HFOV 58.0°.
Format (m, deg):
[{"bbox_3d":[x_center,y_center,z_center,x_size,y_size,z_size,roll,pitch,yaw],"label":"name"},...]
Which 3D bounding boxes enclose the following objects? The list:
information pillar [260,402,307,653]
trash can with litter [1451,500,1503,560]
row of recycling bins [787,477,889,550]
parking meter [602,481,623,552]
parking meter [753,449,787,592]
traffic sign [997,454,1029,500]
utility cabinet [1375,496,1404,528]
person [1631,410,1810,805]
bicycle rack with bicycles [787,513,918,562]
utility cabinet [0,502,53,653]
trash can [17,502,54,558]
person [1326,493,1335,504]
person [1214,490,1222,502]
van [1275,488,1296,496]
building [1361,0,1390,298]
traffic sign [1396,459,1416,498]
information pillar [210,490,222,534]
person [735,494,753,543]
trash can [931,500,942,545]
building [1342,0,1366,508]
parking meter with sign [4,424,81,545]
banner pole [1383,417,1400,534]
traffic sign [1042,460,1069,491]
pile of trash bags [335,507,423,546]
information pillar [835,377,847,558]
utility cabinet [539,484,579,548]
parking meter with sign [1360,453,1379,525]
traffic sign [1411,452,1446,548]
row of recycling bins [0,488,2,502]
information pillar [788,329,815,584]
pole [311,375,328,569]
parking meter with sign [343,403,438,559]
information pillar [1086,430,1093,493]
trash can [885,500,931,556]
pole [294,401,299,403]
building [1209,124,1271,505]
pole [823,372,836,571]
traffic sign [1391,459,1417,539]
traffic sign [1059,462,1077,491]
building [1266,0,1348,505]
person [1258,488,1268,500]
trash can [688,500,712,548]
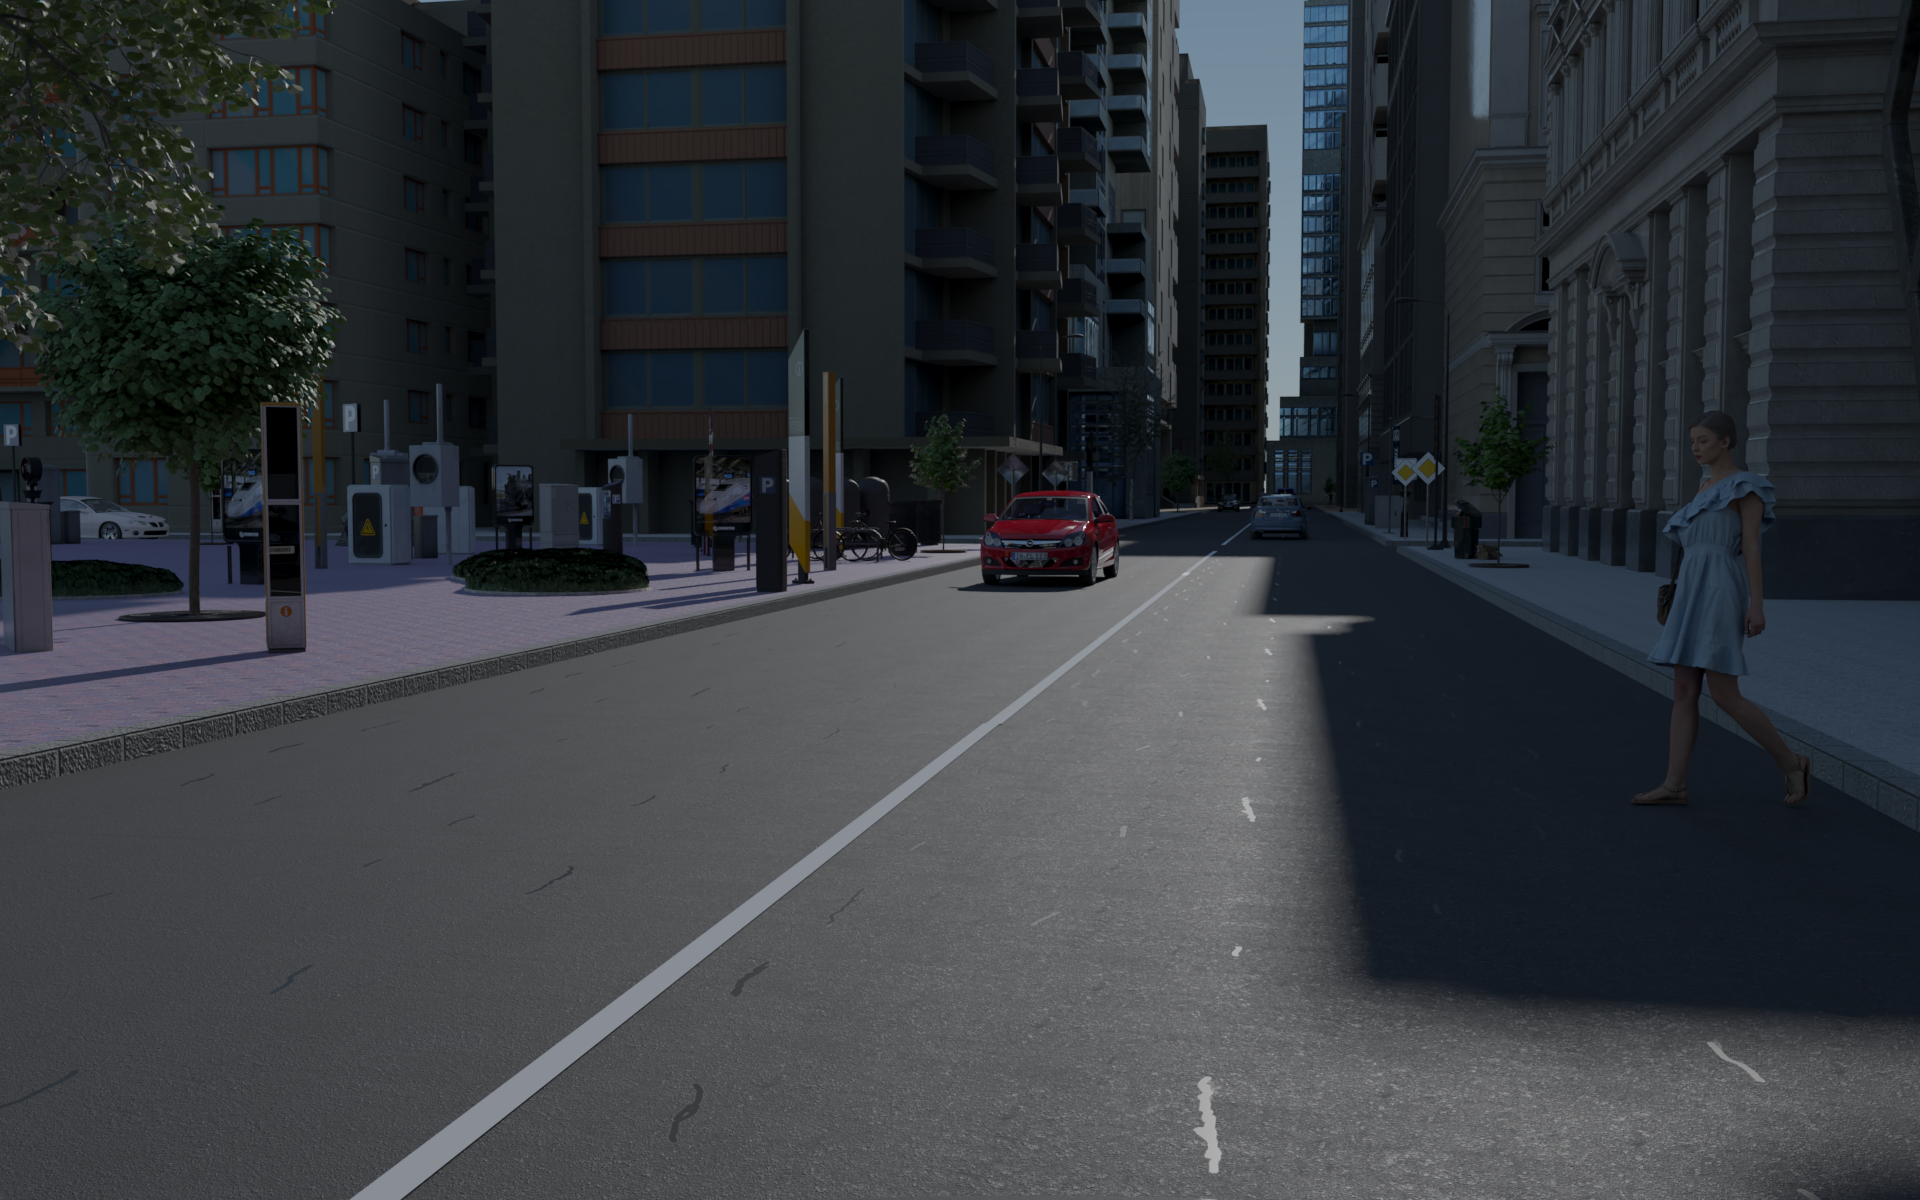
[{"bbox_3d":[-5.498,-0.586,14.076,0.304,2.012,0.304,-2,4,-23],"label":"information pillar"},{"bbox_3d":[10.200,-1.389,34.094,0.624,1.170,1.055,-3,4,-37],"label":"trash can with litter"},{"bbox_3d":[-3.179,-2.077,41.078,3.534,1.692,1.069,-3,4,-38],"label":"row of recycling bins"},{"bbox_3d":[-6.574,-1.490,32.770,0.372,1.533,0.369,0,3,0],"label":"parking meter"},{"bbox_3d":[-2.488,-1.040,22.709,0.399,1.863,0.255,1,4,15],"label":"parking meter"},{"bbox_3d":[1.302,-2.399,42.871,0.795,2.450,0.064,1,4,11],"label":"traffic sign"},{"bbox_3d":[16.069,-3.282,64.822,1.020,1.237,0.306,-1,4,-9],"label":"utility cabinet"},{"bbox_3d":[3.486,0.038,7.967,0.778,1.811,0.616,0,4,2],"label":"person"},{"bbox_3d":[-2.270,-1.218,33.299,2.925,0.926,2.852,0,4,1],"label":"bicycle rack with bicycles"},{"bbox_3d":[-7.797,-0.202,14.468,0.306,1.237,1.020,-2,4,-33],"label":"utility cabinet"},{"bbox_3d":[-17.218,-1.254,32.156,0.748,1.137,0.748,0,3,0],"label":"trash can"},{"bbox_3d":[43.154,-11.752,201.476,1.217,1.723,0.721,1,4,20],"label":"person"},{"bbox_3d":[30.714,-12.054,205.218,1.348,1.869,0.705,2,4,33],"label":"person"},{"bbox_3d":[35.221,-11.199,187.489,2.240,2.365,5.245,1,4,10],"label":"van"},{"bbox_3d":[46.137,-33.504,137.023,28.713,52.752,27.495,1,4,11],"label":"building"},{"bbox_3d":[12.830,-2.921,49.884,0.606,2.300,0.079,1,4,11],"label":"traffic sign"},{"bbox_3d":[-24.168,-3.164,56.226,0.304,2.012,0.304,-2,4,-34],"label":"information pillar"},{"bbox_3d":[-6.031,-2.400,48.010,0.573,1.790,0.520,0,4,-4],"label":"person"},{"bbox_3d":[-0.774,-1.956,43.642,0.748,1.137,0.748,0,3,0],"label":"trash can"},{"bbox_3d":[47.391,-38.098,164.905,21.231,58.520,28.212,1,4,11],"label":"building"},{"bbox_3d":[-23.244,-2.917,43.958,0.543,3.016,1.738,2,4,25],"label":"parking meter with sign"},{"bbox_3d":[14.044,-4.042,56.102,0.401,3.779,0.863,-1,4,-13],"label":"banner pole"},{"bbox_3d":[2.790,-2.879,50.717,0.795,2.450,0.064,1,4,11],"label":"traffic sign"},{"bbox_3d":[-13.815,-2.001,42.476,3.447,1.369,1.912,3,5,44],"label":"pile of trash bags"},{"bbox_3d":[-2.542,-2.669,34.991,0.504,3.616,0.183,3,5,40],"label":"information pillar"},{"bbox_3d":[-8.574,-1.740,37.130,0.318,1.500,1.173,1,4,16],"label":"utility cabinet"},{"bbox_3d":[17.104,-4.632,71.999,0.543,3.016,1.738,0,4,-1],"label":"parking meter with sign"},{"bbox_3d":[11.069,-2.285,41.005,0.795,2.450,0.064,1,4,11],"label":"traffic sign"},{"bbox_3d":[-26.356,-2.267,44.181,3.534,1.692,1.069,-1,4,-12],"label":"row of recycling bins"},{"bbox_3d":[-2.297,-2.047,24.820,0.183,3.616,0.504,-2,4,-34],"label":"information pillar"},{"bbox_3d":[-10.988,-2.193,29.702,0.158,3.312,0.155,0,3,0],"label":"pole"},{"bbox_3d":[-11.171,-2.314,34.092,0.543,3.016,1.738,3,5,42],"label":"parking meter with sign"},{"bbox_3d":[4.791,-4.439,63.938,0.183,3.616,0.504,-1,4,-15],"label":"information pillar"},{"bbox_3d":[-1.189,-1.492,36.046,0.748,1.137,0.748,0,3,0],"label":"trash can"},{"bbox_3d":[-12.651,-2.397,33.027,0.158,3.312,0.155,0,3,0],"label":"pole"},{"bbox_3d":[28.054,-36.398,218.812,21.600,48.544,21.300,1,4,11],"label":"building"},{"bbox_3d":[-2.187,-2.153,29.037,0.158,3.312,0.155,0,3,0],"label":"pole"},{"bbox_3d":[12.557,-2.765,48.851,0.795,2.450,0.064,1,4,11],"label":"traffic sign"},{"bbox_3d":[3.377,-3.202,54.474,0.606,2.300,0.079,1,4,17],"label":"traffic sign"},{"bbox_3d":[53.988,-55.082,213.257,31.000,86.520,22.319,1,4,11],"label":"building"},{"bbox_3d":[17.422,-5.567,99.715,0.606,1.804,0.583,0,4,-7],"label":"person"},{"bbox_3d":[-6.158,-1.830,41.578,0.748,1.137,0.748,0,3,0],"label":"trash can"}]
